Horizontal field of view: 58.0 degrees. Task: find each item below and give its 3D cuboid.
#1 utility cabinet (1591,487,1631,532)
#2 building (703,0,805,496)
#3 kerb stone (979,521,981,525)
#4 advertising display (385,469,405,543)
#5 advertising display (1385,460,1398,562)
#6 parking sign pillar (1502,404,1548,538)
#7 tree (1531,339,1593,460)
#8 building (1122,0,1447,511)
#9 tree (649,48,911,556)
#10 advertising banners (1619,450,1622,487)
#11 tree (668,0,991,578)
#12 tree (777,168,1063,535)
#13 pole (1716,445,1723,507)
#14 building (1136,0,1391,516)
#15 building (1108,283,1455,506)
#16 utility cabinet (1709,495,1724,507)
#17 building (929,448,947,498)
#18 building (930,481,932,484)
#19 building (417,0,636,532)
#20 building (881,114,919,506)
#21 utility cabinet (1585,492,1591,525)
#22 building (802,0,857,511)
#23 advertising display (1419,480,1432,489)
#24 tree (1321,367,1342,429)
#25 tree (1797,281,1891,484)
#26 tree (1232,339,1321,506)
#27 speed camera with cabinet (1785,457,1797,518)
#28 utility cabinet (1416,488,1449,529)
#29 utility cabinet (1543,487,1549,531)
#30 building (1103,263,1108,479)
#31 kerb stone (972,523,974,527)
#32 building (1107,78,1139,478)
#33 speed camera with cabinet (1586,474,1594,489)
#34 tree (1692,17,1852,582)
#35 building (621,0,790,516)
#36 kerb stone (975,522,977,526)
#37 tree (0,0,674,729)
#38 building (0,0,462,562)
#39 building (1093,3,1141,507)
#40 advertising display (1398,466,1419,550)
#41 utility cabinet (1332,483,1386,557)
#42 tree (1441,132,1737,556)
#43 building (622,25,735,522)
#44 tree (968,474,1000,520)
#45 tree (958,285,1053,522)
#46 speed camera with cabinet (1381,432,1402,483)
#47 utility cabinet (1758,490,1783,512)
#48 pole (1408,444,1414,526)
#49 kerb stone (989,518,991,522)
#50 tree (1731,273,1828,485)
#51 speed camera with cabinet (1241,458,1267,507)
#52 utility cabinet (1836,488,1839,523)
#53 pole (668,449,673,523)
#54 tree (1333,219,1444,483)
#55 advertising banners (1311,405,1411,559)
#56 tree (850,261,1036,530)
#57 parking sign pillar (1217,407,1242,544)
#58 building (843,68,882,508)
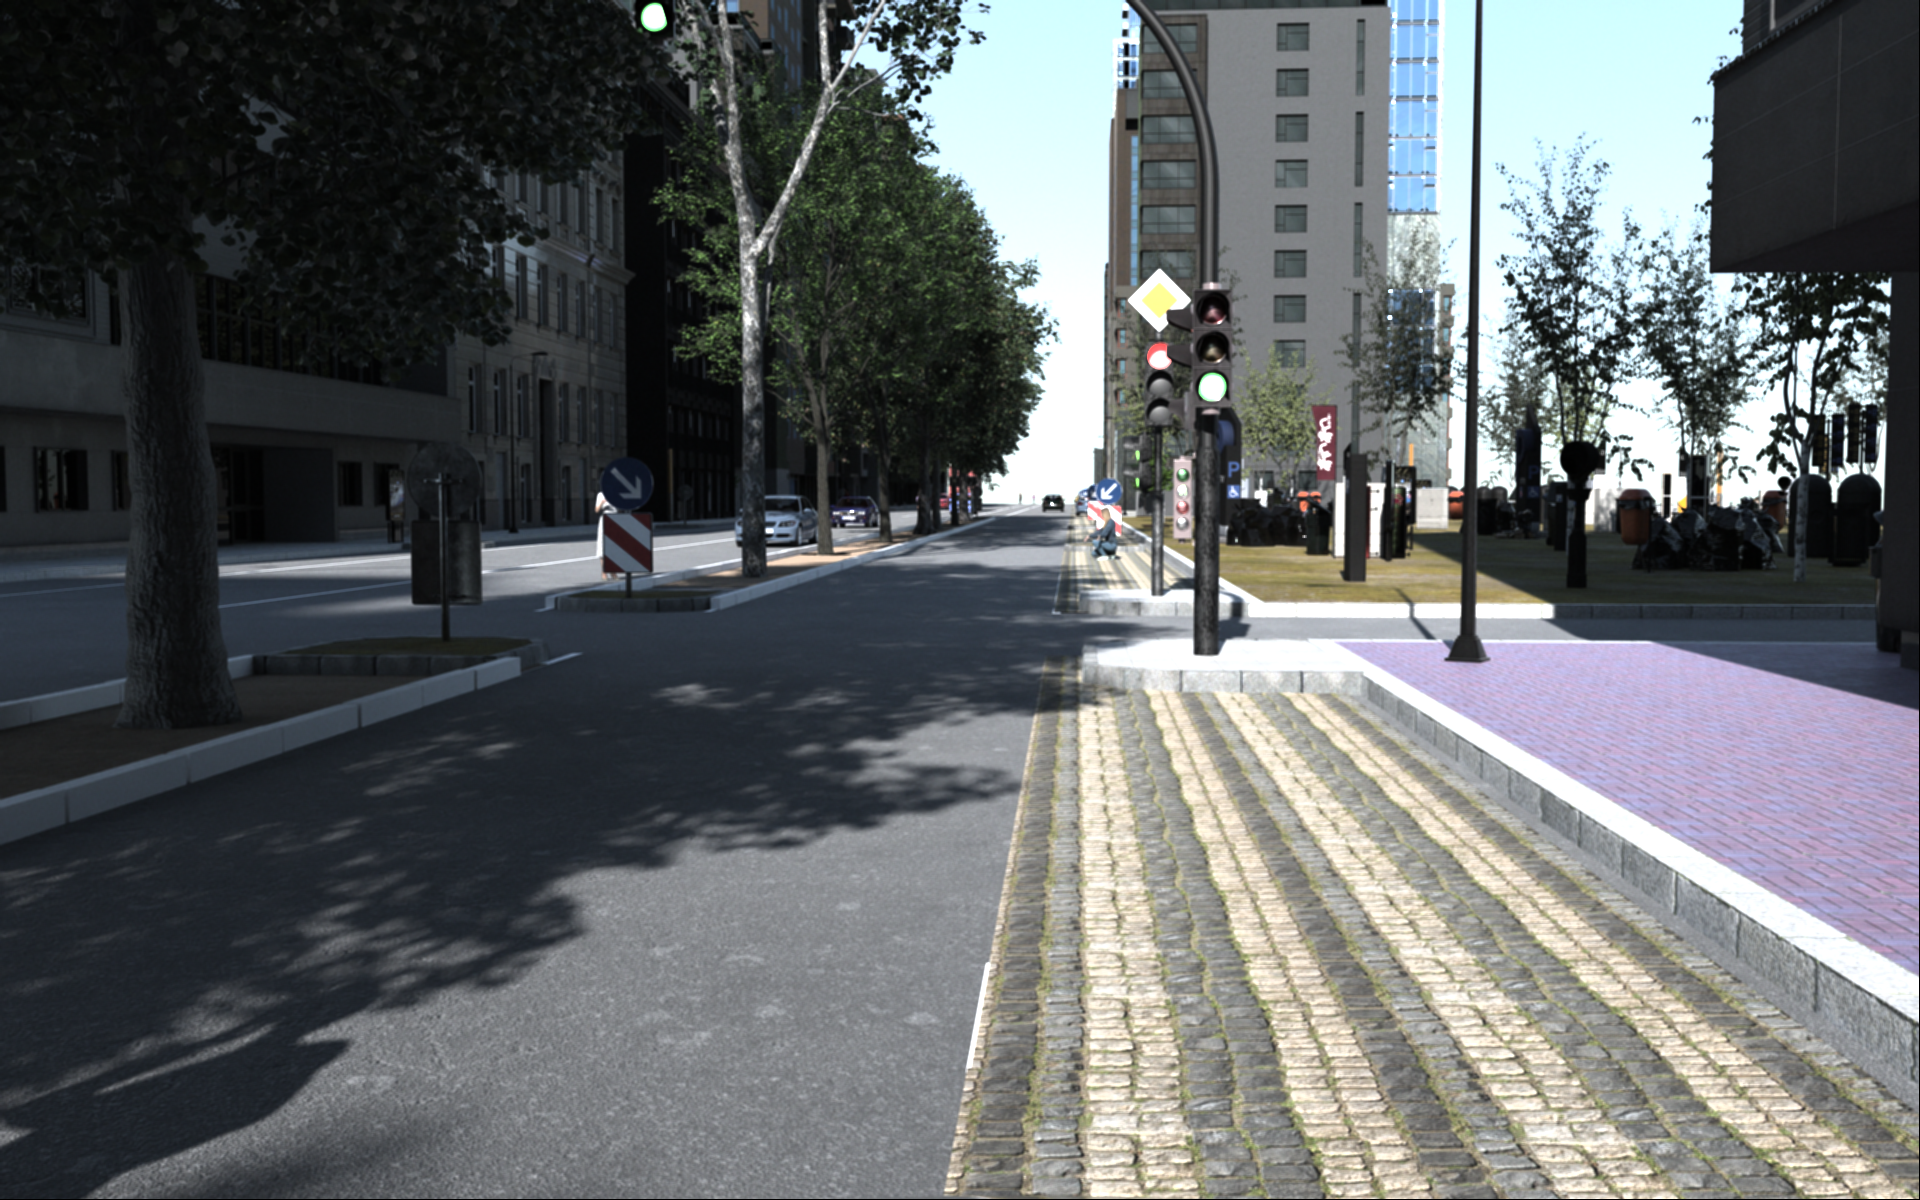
[{"bbox_3d":[21.598,-2.977,57.352,1.173,1.500,0.318,-1,4,-13],"label":"utility cabinet"},{"bbox_3d":[-18.725,-28.683,119.086,14.600,45.320,14.200,0,4,4],"label":"building"},{"bbox_3d":[0.726,-3.422,78.152,0.120,0.150,1.000,0,4,4],"label":"kerb stone"},{"bbox_3d":[-14.813,-2.460,45.433,0.123,1.923,0.974,0,4,5],"label":"advertising display"},{"bbox_3d":[8.270,-1.718,33.311,0.123,1.923,0.974,1,4,17],"label":"advertising display"},{"bbox_3d":[16.862,-3.847,51.378,1.447,3.967,1.447,0,4,5],"label":"parking sign pillar"},{"bbox_3d":[28.202,-7.893,79.417,4.737,8.622,4.395,0,3,0],"label":"tree"},{"bbox_3d":[22.991,-49.699,125.249,22.319,86.520,31.000,0,4,4],"label":"building"},{"bbox_3d":[-3.250,-6.852,40.250,9.928,11.665,9.643,0,3,0],"label":"tree"},{"bbox_3d":[26.099,-4.401,68.145,0.090,3.025,2.074,2,4,31],"label":"advertising banners"},{"bbox_3d":[-2.366,-10.385,28.144,12.611,20.169,13.585,0,3,0],"label":"tree"},{"bbox_3d":[-1.243,-8.595,59.989,9.611,12.733,9.660,0,3,0],"label":"tree"},{"bbox_3d":[31.483,-4.770,71.839,0.158,3.312,0.155,0,3,0],"label":"pole"},{"bbox_3d":[17.707,-20.370,104.747,14.160,30.474,14.107,0,4,4],"label":"building"},{"bbox_3d":[27.649,-19.106,157.415,27.650,21.520,28.899,0,4,4],"label":"building"},{"bbox_3d":[38.687,-4.760,88.983,0.306,1.237,1.020,-2,4,-27],"label":"utility cabinet"},{"bbox_3d":[-9.327,-29.106,247.581,14.160,30.474,14.107,0,4,4],"label":"building"},{"bbox_3d":[-14.659,-34.937,225.843,22.147,44.769,28.867,0,4,4],"label":"building"},{"bbox_3d":[-21.387,-16.424,65.793,12.463,27.353,25.104,0,4,4],"label":"building"},{"bbox_3d":[-16.459,-33.155,196.708,22.147,44.769,28.867,0,4,4],"label":"building"},{"bbox_3d":[25.899,-3.873,72.001,1.173,1.500,0.318,2,4,34],"label":"utility cabinet"},{"bbox_3d":[-20.248,-29.737,140.828,22.147,44.769,28.867,0,4,4],"label":"building"},{"bbox_3d":[21.224,-4.534,79.350,0.123,1.923,0.974,-2,4,-26],"label":"advertising display"},{"bbox_3d":[17.251,-8.482,89.037,4.737,8.622,4.395,0,3,0],"label":"tree"},{"bbox_3d":[30.039,-6.536,57.222,4.360,8.622,3.978,0,3,0],"label":"tree"},{"bbox_3d":[14.442,-8.113,83.013,4.737,8.622,4.395,0,3,0],"label":"tree"},{"bbox_3d":[44.969,-5.988,92.239,2.038,3.252,0.660,1,4,18],"label":"speed camera with cabinet"},{"bbox_3d":[17.155,-3.316,62.895,0.318,1.500,1.173,-3,4,-36],"label":"utility cabinet"},{"bbox_3d":[18.115,-2.717,53.098,0.318,1.500,1.173,1,4,11],"label":"utility cabinet"},{"bbox_3d":[24.956,-27.199,216.410,14.160,30.474,14.107,0,4,4],"label":"building"},{"bbox_3d":[0.388,-3.107,73.046,0.120,0.150,1.000,0,4,4],"label":"kerb stone"},{"bbox_3d":[23.660,-32.872,187.560,14.600,45.320,14.200,0,4,4],"label":"building"},{"bbox_3d":[34.567,-6.064,93.486,0.660,3.252,2.038,-1,4,-12],"label":"speed camera with cabinet"},{"bbox_3d":[12.474,-4.568,25.043,4.737,8.622,4.395,0,3,0],"label":"tree"},{"bbox_3d":[-18.544,-20.408,105.369,14.160,30.474,14.107,0,4,4],"label":"building"},{"bbox_3d":[0.522,-3.235,75.085,0.120,0.150,1.000,0,4,4],"label":"kerb stone"},{"bbox_3d":[-4.839,-6.187,10.268,9.857,13.997,8.962,0,3,0],"label":"tree"},{"bbox_3d":[-22.941,-13.363,37.544,14.314,24.678,30.058,0,4,4],"label":"building"},{"bbox_3d":[29.858,-56.576,237.695,22.319,86.520,31.000,0,4,4],"label":"building"},{"bbox_3d":[10.239,-2.139,40.186,0.123,1.923,0.974,-1,4,-20],"label":"advertising display"},{"bbox_3d":[8.173,-1.619,35.147,1.173,1.500,0.318,0,4,8],"label":"utility cabinet"},{"bbox_3d":[12.670,-5.199,35.373,4.360,8.622,3.978,0,3,0],"label":"tree"},{"bbox_3d":[-18.968,-15.718,86.671,12.332,23.373,15.834,0,4,4],"label":"building"},{"bbox_3d":[0.647,-8.729,95.544,4.360,8.622,3.978,0,3,0],"label":"tree"},{"bbox_3d":[0.218,-10.926,87.751,9.857,13.997,8.962,0,3,0],"label":"tree"},{"bbox_3d":[13.923,-3.744,55.554,0.660,3.252,2.038,1,4,20],"label":"speed camera with cabinet"},{"bbox_3d":[40.607,-4.769,86.653,1.173,1.500,0.318,0,4,5],"label":"utility cabinet"},{"bbox_3d":[18.293,-4.673,70.246,0.158,3.312,0.155,0,3,0],"label":"pole"},{"bbox_3d":[1.332,-3.985,87.355,0.120,0.150,1.000,0,4,4],"label":"kerb stone"},{"bbox_3d":[18.821,-5.737,44.160,4.360,8.622,3.978,0,3,0],"label":"tree"},{"bbox_3d":[16.398,-6.225,96.114,2.038,3.252,0.660,1,4,23],"label":"speed camera with cabinet"},{"bbox_3d":[32.654,-3.384,64.000,0.318,1.500,1.173,1,4,18],"label":"utility cabinet"},{"bbox_3d":[-13.042,-5.145,77.956,0.158,3.312,0.155,0,3,0],"label":"pole"},{"bbox_3d":[12.106,-5.938,47.451,4.360,8.622,3.978,0,3,0],"label":"tree"},{"bbox_3d":[7.909,-2.325,34.199,2.074,3.025,0.090,-1,4,-9],"label":"advertising banners"},{"bbox_3d":[-0.860,-9.054,68.619,7.486,12.596,7.792,0,3,0],"label":"tree"},{"bbox_3d":[6.950,-3.486,45.470,1.447,3.967,1.447,-1,4,-12],"label":"parking sign pillar"},{"bbox_3d":[-14.947,-29.265,162.069,14.154,41.232,14.086,0,4,4],"label":"building"}]
